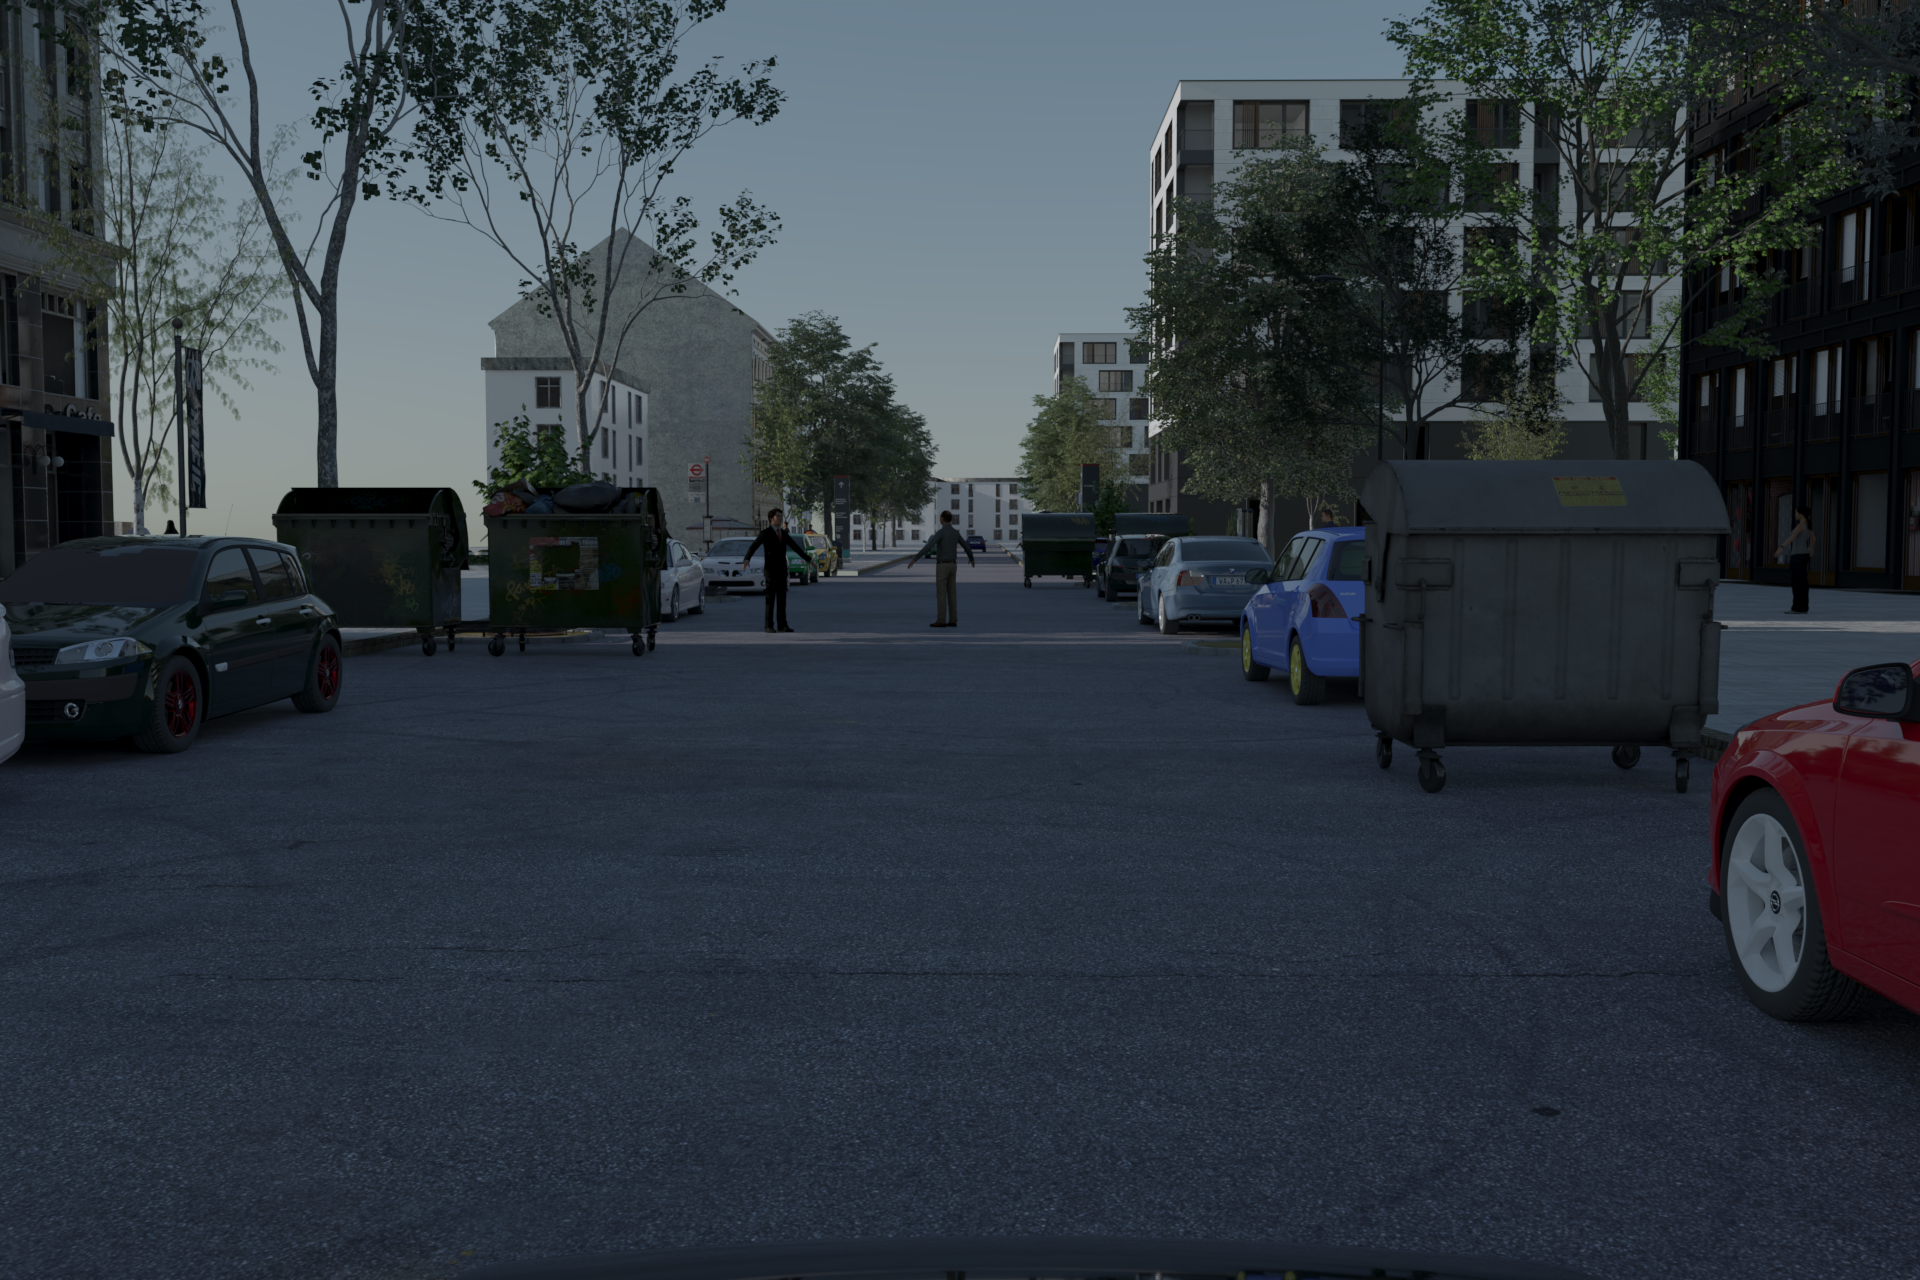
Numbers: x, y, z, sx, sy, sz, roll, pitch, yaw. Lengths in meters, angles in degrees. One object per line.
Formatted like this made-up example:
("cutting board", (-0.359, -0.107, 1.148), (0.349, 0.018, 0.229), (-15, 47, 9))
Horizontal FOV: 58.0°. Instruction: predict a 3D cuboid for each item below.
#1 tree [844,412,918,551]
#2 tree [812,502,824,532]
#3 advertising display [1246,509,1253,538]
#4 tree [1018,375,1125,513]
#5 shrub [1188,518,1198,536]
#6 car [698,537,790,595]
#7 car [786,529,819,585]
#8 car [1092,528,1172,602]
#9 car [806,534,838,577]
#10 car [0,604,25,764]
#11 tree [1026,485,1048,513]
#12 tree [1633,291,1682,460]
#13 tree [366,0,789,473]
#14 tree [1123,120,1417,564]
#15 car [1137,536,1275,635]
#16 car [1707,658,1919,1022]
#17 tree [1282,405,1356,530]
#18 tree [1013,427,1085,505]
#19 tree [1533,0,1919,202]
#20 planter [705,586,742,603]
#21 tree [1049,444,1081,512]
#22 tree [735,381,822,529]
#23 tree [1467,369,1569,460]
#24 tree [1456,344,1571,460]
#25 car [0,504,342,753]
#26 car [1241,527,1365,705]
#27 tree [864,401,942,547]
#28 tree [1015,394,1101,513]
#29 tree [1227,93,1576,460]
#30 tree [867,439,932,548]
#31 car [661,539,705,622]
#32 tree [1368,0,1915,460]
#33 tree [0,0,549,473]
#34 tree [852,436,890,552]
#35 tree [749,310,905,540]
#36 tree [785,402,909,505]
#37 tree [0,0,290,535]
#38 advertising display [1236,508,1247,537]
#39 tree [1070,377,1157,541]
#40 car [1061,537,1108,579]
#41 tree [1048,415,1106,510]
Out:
("tree", (-6.796, -12.798, 135.003), (9.928, 11.665, 9.643), (0, 3, 0))
("tree", (-19.546, -18.615, 254.711), (4.360, 8.622, 3.978), (0, 3, 0))
("advertising display", (7.434, -2.424, 44.849), (0.123, 1.923, 0.974), (0, 4, 0))
("tree", (7.935, -12.535, 123.075), (7.486, 12.596, 7.792), (0, 3, 0))
("shrub", (8.120, -3.652, 63.758), (1.661, 2.075, 1.752), (0, 3, 0))
("car", (-5.219, -1.811, 41.976), (2.083, 1.381, 4.827), (0, 4, 1))
("car", (-5.077, -2.504, 49.739), (1.959, 1.807, 4.718), (0, 4, 0))
("car", (3.943, -1.725, 37.986), (2.009, 1.686, 4.222), (0, 4, 1))
("car", (-5.126, -2.966, 58.723), (2.015, 1.641, 3.980), (0, 4, 1))
("car", (-5.900, 0.312, 7.261), (2.083, 1.381, 4.827), (0, 4, 1))
("tree", (8.452, -13.097, 164.504), (4.737, 8.622, 4.395), (0, 3, 0))
("tree", (29.540, -8.593, 66.255), (9.928, 11.665, 9.643), (0, 3, 0))
("tree", (-10.738, -11.845, 49.550), (12.611, 20.169, 13.585), (0, 3, 0))
("tree", (9.875, -9.095, 55.358), (9.857, 13.997, 8.962), (0, 3, 0))
("car", (3.718, -0.854, 25.973), (2.014, 1.417, 4.499), (0, 4, -1))
("car", (3.243, 0.319, 3.817), (2.155, 1.783, 4.494), (0, 4, 1))
("tree", (14.594, -7.390, 71.190), (4.360, 8.622, 3.978), (0, 3, 0))
("tree", (8.529, -13.979, 154.307), (9.928, 11.665, 9.643), (0, 3, 0))
("tree", (9.600, -6.310, 13.536), (12.009, 13.543, 11.850), (0, 3, 0))
("planter", (-5.716, -0.968, 36.964), (1.991, 0.319, 1.994), (0, 4, 2))
("tree", (8.755, -11.107, 131.968), (4.360, 8.622, 3.978), (0, 3, 0))
("tree", (-8.402, -8.075, 82.380), (4.737, 8.622, 4.395), (0, 3, 0))
("tree", (24.342, -7.608, 74.750), (4.737, 8.622, 4.395), (0, 3, 0))
("tree", (21.456, -7.046, 65.560), (4.360, 8.622, 3.978), (0, 3, 0))
("car", (-5.930, -0.169, 12.552), (2.009, 1.686, 4.222), (0, 4, 1))
("car", (3.626, -0.379, 15.793), (1.945, 1.707, 3.694), (0, 4, -1))
("tree", (-6.403, -15.874, 166.192), (9.857, 13.997, 8.962), (0, 3, 0))
("tree", (8.319, -13.624, 140.879), (7.486, 12.596, 7.792), (0, 3, 0))
("tree", (9.563, -6.276, 37.025), (7.601, 10.594, 8.767), (2, 4, 27))
("tree", (-6.841, -13.482, 154.835), (8.767, 10.594, 7.601), (-1, 4, -11))
("car", (-5.525, -1.057, 29.644), (2.083, 1.381, 4.827), (0, 4, 0))
("tree", (9.724, -6.108, 25.625), (9.928, 11.665, 9.643), (0, 3, 0))
("tree", (-13.007, -10.824, 32.856), (12.611, 20.169, 13.585), (0, 3, 0))
("tree", (-6.836, -10.614, 123.902), (4.737, 8.622, 4.395), (0, 3, 0))
("tree", (-7.430, -11.709, 98.105), (9.857, 13.997, 8.962), (0, 3, 0))
("tree", (-7.751, -11.049, 115.071), (8.767, 10.594, 7.601), (0, 4, -6))
("tree", (-11.549, -4.481, 23.628), (4.360, 8.622, 3.978), (0, 3, 0))
("advertising display", (7.113, -2.362, 43.827), (0.123, 1.923, 0.974), (0, 4, 1))
("tree", (6.914, -8.056, 82.079), (4.360, 8.622, 3.978), (0, 3, 0))
("car", (4.194, -2.657, 56.019), (1.945, 1.354, 3.894), (0, 4, 0))
("tree", (7.462, -9.551, 106.523), (4.737, 8.622, 4.395), (0, 3, 0))
